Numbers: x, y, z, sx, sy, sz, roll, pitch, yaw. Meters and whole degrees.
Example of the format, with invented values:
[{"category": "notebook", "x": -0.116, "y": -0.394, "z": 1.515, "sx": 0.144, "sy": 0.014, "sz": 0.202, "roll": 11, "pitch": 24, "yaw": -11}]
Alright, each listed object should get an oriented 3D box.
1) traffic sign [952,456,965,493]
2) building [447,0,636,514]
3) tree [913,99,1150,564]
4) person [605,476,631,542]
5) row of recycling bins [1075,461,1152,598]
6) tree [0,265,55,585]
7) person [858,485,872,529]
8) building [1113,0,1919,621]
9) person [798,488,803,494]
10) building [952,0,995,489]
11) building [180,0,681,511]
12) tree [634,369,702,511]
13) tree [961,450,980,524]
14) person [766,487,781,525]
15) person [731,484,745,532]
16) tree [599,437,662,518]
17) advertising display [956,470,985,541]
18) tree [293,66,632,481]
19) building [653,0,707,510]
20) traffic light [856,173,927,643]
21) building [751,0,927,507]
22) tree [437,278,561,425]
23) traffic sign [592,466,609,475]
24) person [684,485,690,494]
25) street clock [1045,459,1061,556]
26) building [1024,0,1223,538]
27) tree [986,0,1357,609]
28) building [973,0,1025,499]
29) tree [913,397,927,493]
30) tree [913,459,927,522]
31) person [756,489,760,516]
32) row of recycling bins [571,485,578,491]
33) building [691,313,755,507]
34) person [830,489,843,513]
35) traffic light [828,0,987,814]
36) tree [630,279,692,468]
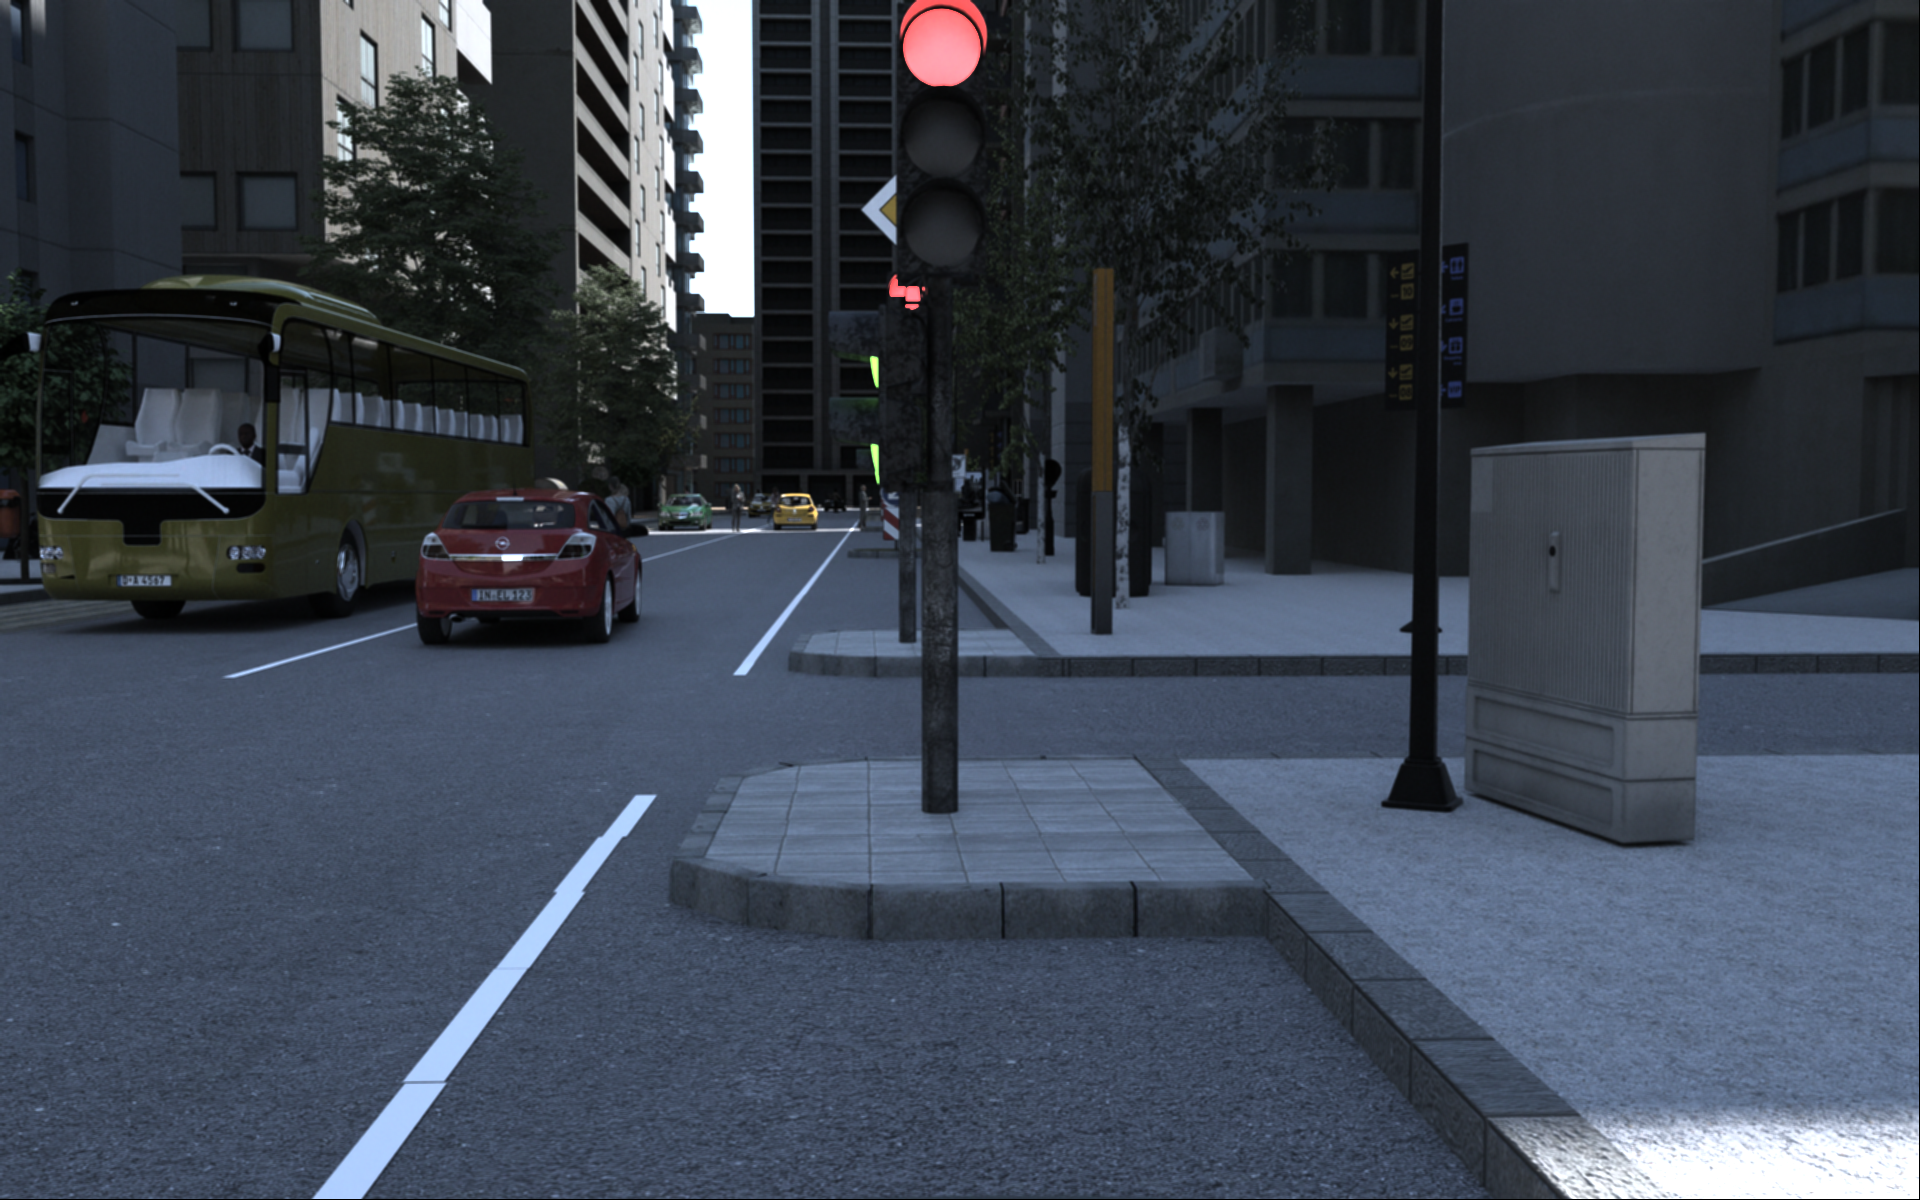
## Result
[{"category": "traffic sign", "x": -0.144, "y": -2.634, "z": 45.202, "sx": 0.606, "sy": 2.300, "sz": 0.079, "roll": 0, "pitch": 4, "yaw": 3}, {"category": "building", "x": -31.034, "y": -29.076, "z": 99.094, "sx": 21.300, "sy": 48.544, "sz": 21.600, "roll": 0, "pitch": 4, "yaw": -3}, {"category": "tree", "x": 1.259, "y": -4.978, "z": 31.750, "sx": 4.737, "sy": 8.622, "sz": 4.395, "roll": 0, "pitch": 3, "yaw": 0}, {"category": "person", "x": -5.178, "y": -1.013, "z": 26.064, "sx": 0.512, "sy": 1.701, "sz": 0.522, "roll": -3, "pitch": 5, "yaw": -40}, {"category": "row of recycling bins", "x": 2.062, "y": -0.980, "z": 23.130, "sx": 1.069, "sy": 1.692, "sz": 3.534, "roll": 0, "pitch": 4, "yaw": 7}, {"category": "tree", "x": -13.562, "y": -2.522, "z": 24.952, "sx": 4.285, "sy": 4.588, "sz": 4.351, "roll": 0, "pitch": 3, "yaw": 0}, {"category": "person", "x": -3.939, "y": -3.865, "z": 71.873, "sx": 0.590, "sy": 1.801, "sz": 0.661, "roll": -1, "pitch": 4, "yaw": -10}, {"category": "building", "x": 15.890, "y": -20.833, "z": 32.505, "sx": 23.993, "sy": 40.220, "sz": 32.217, "roll": 0, "pitch": 4, "yaw": -3}, {"category": "person", "x": -10.297, "y": -6.301, "z": 111.527, "sx": 1.348, "sy": 1.822, "sz": 0.705, "roll": 2, "pitch": 4, "yaw": 24}, {"category": "building", "x": 8.941, "y": -32.332, "z": 152.337, "sx": 21.300, "sy": 48.544, "sz": 21.600, "roll": 0, "pitch": 4, "yaw": -3}, {"category": "building", "x": -35.061, "y": -32.665, "z": 123.306, "sx": 28.713, "sy": 52.752, "sz": 27.495, "roll": 0, "pitch": 4, "yaw": -3}, {"category": "tree", "x": -17.129, "y": -9.150, "z": 99.960, "sx": 4.737, "sy": 8.622, "sz": 4.395, "roll": 0, "pitch": 3, "yaw": 0}, {"category": "tree", "x": 0.474, "y": -4.921, "z": 75.054, "sx": 1.663, "sy": 3.219, "sz": 1.824, "roll": 0, "pitch": 3, "yaw": 0}, {"category": "person", "x": -8.517, "y": -4.280, "z": 79.068, "sx": 0.643, "sy": 1.750, "sz": 0.593, "roll": 1, "pitch": 4, "yaw": 21}, {"category": "person", "x": -8.395, "y": -3.484, "z": 65.643, "sx": 0.537, "sy": 1.800, "sz": 0.526, "roll": -1, "pitch": 4, "yaw": -18}, {"category": "tree", "x": -17.779, "y": -6.711, "z": 93.436, "sx": 4.285, "sy": 4.588, "sz": 4.351, "roll": 0, "pitch": 3, "yaw": 0}, {"category": "advertising display", "x": 0.258, "y": -2.573, "z": 47.285, "sx": 0.974, "sy": 1.923, "sz": 0.123, "roll": 2, "pitch": 4, "yaw": 34}, {"category": "tree", "x": -14.037, "y": -7.855, "z": 46.564, "sx": 7.486, "sy": 12.596, "sz": 7.792, "roll": 0, "pitch": 3, "yaw": 0}, {"category": "building", "x": -37.717, "y": -32.363, "z": 148.741, "sx": 30.456, "sy": 49.044, "sz": 23.786, "roll": 0, "pitch": 4, "yaw": -3}, {"category": "traffic light", "x": -0.472, "y": -1.588, "z": 14.878, "sx": 0.839, "sy": 4.253, "sz": 0.868, "roll": 0, "pitch": 4, "yaw": -3}, {"category": "building", "x": -11.226, "y": -45.674, "z": 185.018, "sx": 20.611, "sy": 71.187, "sz": 20.563, "roll": 0, "pitch": 4, "yaw": -3}, {"category": "tree", "x": -15.296, "y": -6.493, "z": 56.519, "sx": 4.737, "sy": 8.622, "sz": 4.395, "roll": 0, "pitch": 3, "yaw": 0}, {"category": "traffic sign", "x": -16.209, "y": -4.766, "z": 78.022, "sx": 0.768, "sy": 2.556, "sz": 0.104, "roll": 0, "pitch": 4, "yaw": 7}, {"category": "person", "x": -12.248, "y": -4.205, "z": 77.256, "sx": 0.388, "sy": 1.821, "sz": 0.555, "roll": -3, "pitch": 4, "yaw": -36}, {"category": "street clock", "x": 1.863, "y": -1.927, "z": 36.079, "sx": 0.471, "sy": 2.002, "sz": 0.358, "roll": 0, "pitch": 4, "yaw": -4}, {"category": "building", "x": 12.900, "y": -31.899, "z": 63.544, "sx": 21.231, "sy": 58.520, "sz": 28.212, "roll": 0, "pitch": 4, "yaw": -3}, {"category": "tree", "x": 2.054, "y": -4.207, "z": 19.153, "sx": 4.360, "sy": 8.622, "sz": 3.978, "roll": 0, "pitch": 3, "yaw": 0}, {"category": "building", "x": 12.140, "y": -27.541, "z": 104.917, "sx": 22.147, "sy": 44.769, "sz": 28.867, "roll": 0, "pitch": 4, "yaw": -3}, {"category": "tree", "x": -2.389, "y": -9.376, "z": 103.667, "sx": 4.360, "sy": 8.622, "sz": 3.978, "roll": 0, "pitch": 3, "yaw": 0}, {"category": "tree", "x": -1.448, "y": -5.283, "z": 80.974, "sx": 1.663, "sy": 3.219, "sz": 1.824, "roll": 0, "pitch": 3, "yaw": 0}, {"category": "person", "x": -13.023, "y": -6.223, "z": 111.042, "sx": 0.721, "sy": 1.735, "sz": 1.217, "roll": 2, "pitch": 4, "yaw": 29}, {"category": "row of recycling bins", "x": -17.358, "y": -4.514, "z": 80.918, "sx": 3.534, "sy": 1.692, "sz": 1.069, "roll": -1, "pitch": 4, "yaw": -23}, {"category": "building", "x": -36.122, "y": -21.037, "z": 188.995, "sx": 28.899, "sy": 21.520, "sz": 27.650, "roll": 0, "pitch": 4, "yaw": -3}, {"category": "person", "x": -9.417, "y": -7.532, "z": 131.662, "sx": 1.348, "sy": 1.823, "sz": 0.705, "roll": 3, "pitch": 5, "yaw": 41}, {"category": "traffic light", "x": -0.100, "y": -1.100, "z": 6.901, "sx": 0.839, "sy": 4.253, "sz": 0.868, "roll": 0, "pitch": 4, "yaw": -3}, {"category": "tree", "x": -17.003, "y": -10.234, "z": 85.450, "sx": 7.486, "sy": 12.596, "sz": 7.792, "roll": 0, "pitch": 3, "yaw": 0}]
